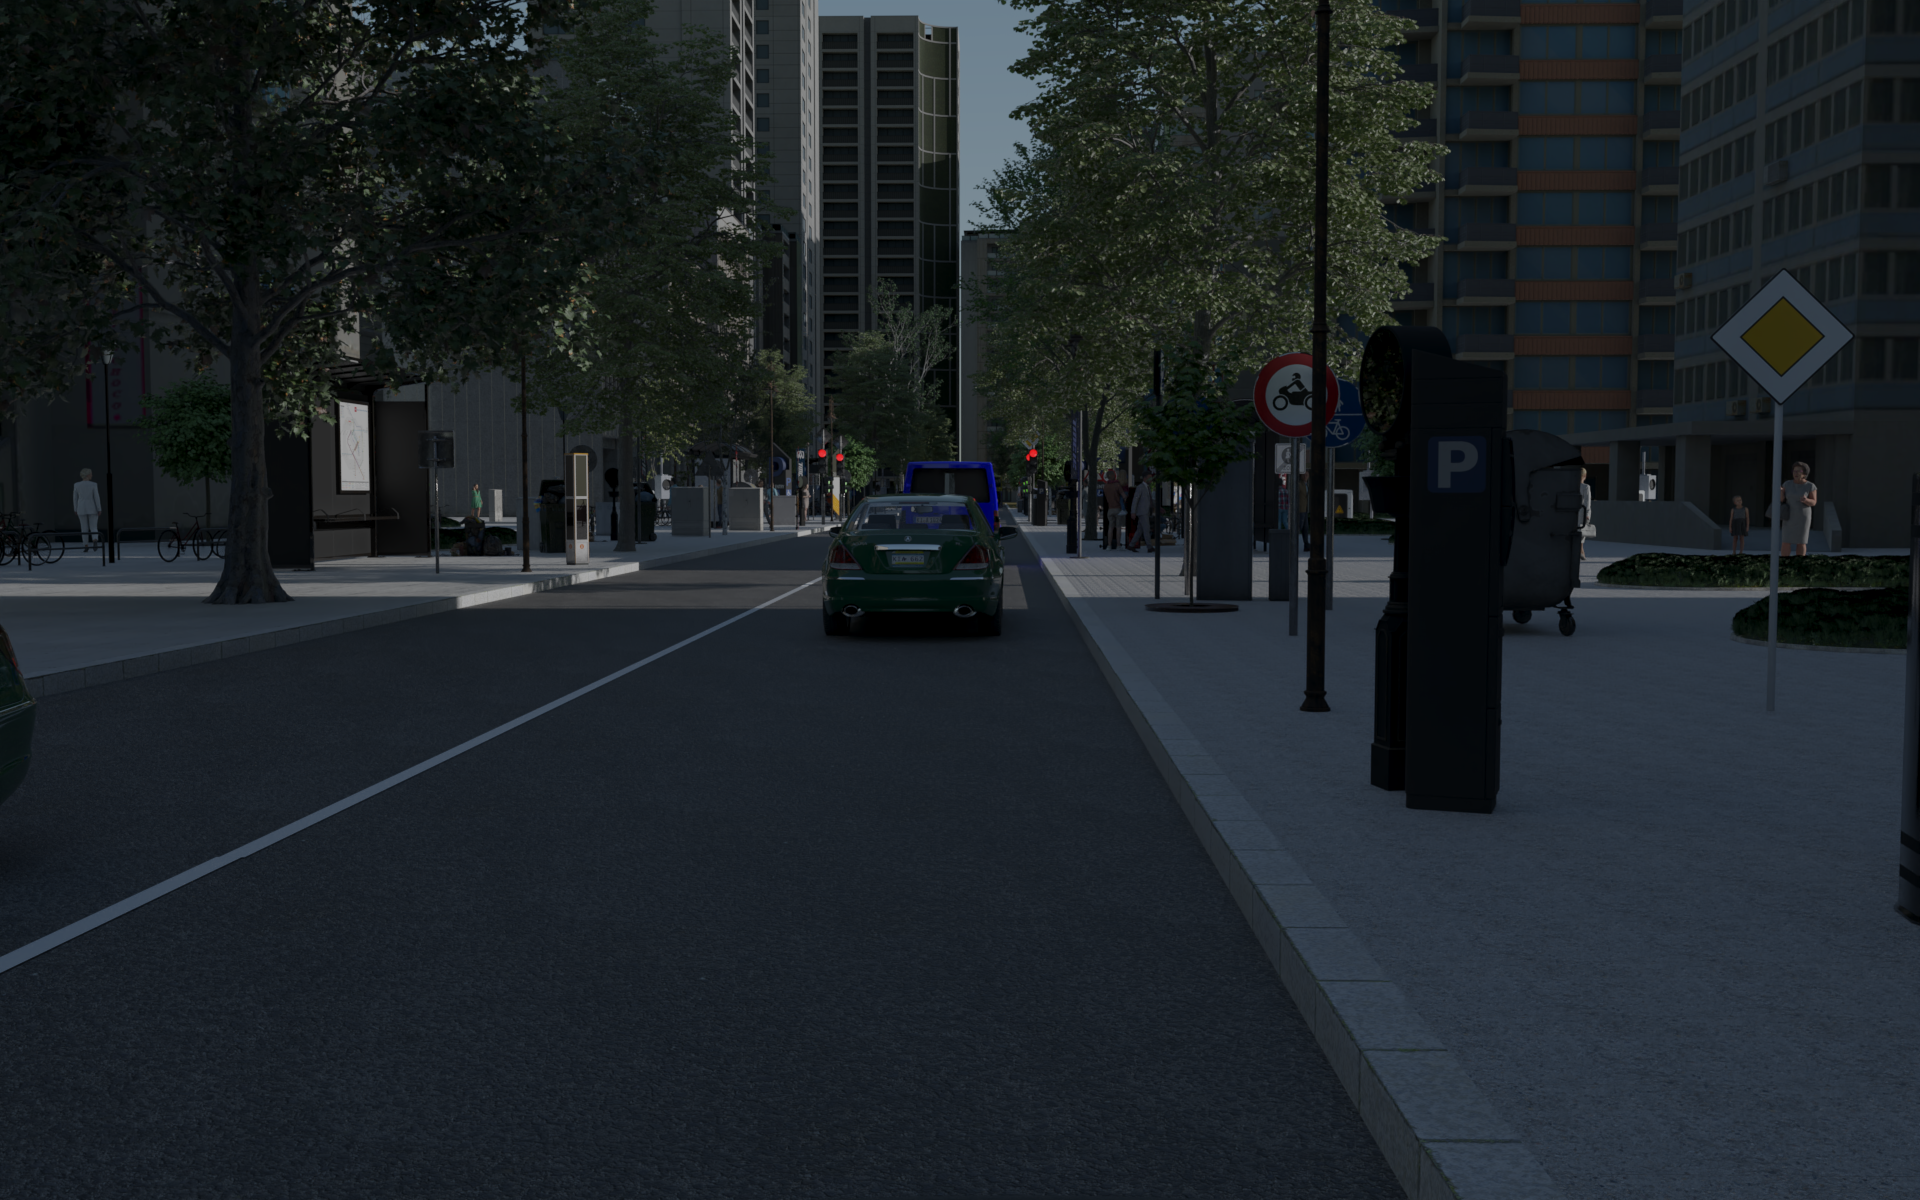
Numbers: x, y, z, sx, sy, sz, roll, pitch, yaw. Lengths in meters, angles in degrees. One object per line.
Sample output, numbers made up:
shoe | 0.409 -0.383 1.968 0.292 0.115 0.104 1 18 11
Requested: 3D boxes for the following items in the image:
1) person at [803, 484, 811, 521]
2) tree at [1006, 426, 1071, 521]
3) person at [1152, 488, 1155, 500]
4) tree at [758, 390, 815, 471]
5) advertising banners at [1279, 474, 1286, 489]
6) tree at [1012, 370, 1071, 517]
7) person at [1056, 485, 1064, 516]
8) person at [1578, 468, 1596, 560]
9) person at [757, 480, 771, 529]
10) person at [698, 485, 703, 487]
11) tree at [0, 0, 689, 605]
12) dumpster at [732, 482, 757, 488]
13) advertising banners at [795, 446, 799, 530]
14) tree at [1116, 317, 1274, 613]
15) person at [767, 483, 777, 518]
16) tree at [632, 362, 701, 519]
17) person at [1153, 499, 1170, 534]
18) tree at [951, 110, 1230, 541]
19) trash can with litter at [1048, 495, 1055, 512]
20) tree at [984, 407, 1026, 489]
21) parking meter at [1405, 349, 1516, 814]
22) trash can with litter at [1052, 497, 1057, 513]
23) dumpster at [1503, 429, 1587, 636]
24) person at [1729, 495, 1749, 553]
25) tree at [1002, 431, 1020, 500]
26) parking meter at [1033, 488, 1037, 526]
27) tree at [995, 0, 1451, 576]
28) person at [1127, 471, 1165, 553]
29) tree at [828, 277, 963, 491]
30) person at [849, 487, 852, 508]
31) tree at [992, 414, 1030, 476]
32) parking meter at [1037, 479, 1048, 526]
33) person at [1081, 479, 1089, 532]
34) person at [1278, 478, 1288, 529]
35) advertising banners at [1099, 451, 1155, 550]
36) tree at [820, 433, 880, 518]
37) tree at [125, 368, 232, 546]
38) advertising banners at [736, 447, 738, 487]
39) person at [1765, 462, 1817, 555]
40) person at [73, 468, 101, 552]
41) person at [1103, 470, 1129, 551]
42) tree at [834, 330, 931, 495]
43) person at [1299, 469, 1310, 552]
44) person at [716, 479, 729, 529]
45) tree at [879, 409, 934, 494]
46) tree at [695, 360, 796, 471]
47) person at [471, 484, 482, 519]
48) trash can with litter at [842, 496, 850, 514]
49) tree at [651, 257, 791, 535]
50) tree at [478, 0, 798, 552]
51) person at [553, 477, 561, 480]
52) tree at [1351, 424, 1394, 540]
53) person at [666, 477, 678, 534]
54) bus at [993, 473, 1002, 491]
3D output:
person | -7.244 -4.601 81.604 0.374 1.781 0.599 2 4 25
tree | 4.009 -6.134 84.007 4.285 4.588 4.351 0 3 0
person | 14.983 -7.799 133.911 0.694 1.780 0.624 -1 4 -13
tree | -12.348 -10.381 120.099 4.737 8.622 4.395 0 3 0
advertising banners | 14.870 -5.340 83.502 2.074 3.025 0.090 -1 4 -14
tree | 4.970 -9.011 97.693 4.737 8.622 4.395 0 3 0
person | 5.687 -5.481 95.641 0.713 1.824 0.794 -2 4 -28
person | 11.890 -1.647 33.326 0.624 1.780 0.694 -1 4 -14
person | -7.090 -3.440 62.557 0.573 1.790 0.520 3 5 42
person | -9.079 -3.227 60.616 0.330 1.601 0.589 3 5 44
tree | -8.372 -6.319 20.316 9.611 12.733 9.660 0 3 0
dumpster | -10.254 -4.649 81.763 1.264 1.857 1.865 0 4 1
advertising banners | -5.860 -4.053 62.460 0.090 3.025 2.074 0 4 -3
tree | 2.499 -1.504 19.194 1.663 3.219 1.824 0 3 0
person | -9.255 -4.831 84.890 0.638 1.841 0.748 3 5 43
tree | -15.600 -8.550 90.151 4.737 8.622 4.395 0 3 0
person | 5.505 -2.245 48.246 0.738 1.151 1.012 3 4 39
tree | 3.613 -7.440 47.405 9.928 11.665 9.643 0 3 0
trash can with litter | 6.560 -6.506 117.423 1.678 1.210 2.233 3 4 38
tree | 7.769 -18.577 220.741 9.611 12.733 9.660 0 3 0
parking meter | 2.039 -0.082 7.047 0.399 1.863 0.255 1 4 21
trash can with litter | 6.175 -5.999 109.466 0.624 1.170 1.055 2 4 34
dumpster | 5.045 -0.647 16.344 1.264 1.857 1.865 0 4 1
person | 15.912 -1.508 35.368 0.362 1.253 0.373 3 4 36
tree | 5.956 -13.671 173.890 4.360 8.622 3.978 0 3 0
parking meter | 3.143 -3.777 70.157 0.372 1.533 0.369 0 3 0
tree | 4.055 -6.657 26.972 7.486 12.596 7.792 0 3 0
person | 4.027 -1.932 37.913 0.850 1.792 0.678 2 4 31
tree | -6.544 -18.241 154.125 12.611 20.169 13.585 0 3 0
person | -7.812 -7.289 125.076 0.748 1.841 0.638 -1 4 -12
tree | 6.998 -15.662 190.490 7.601 10.594 8.767 0 4 3
parking meter | 3.303 -3.885 69.233 0.399 1.863 0.255 1 4 21
person | 4.282 -3.206 58.642 0.466 1.800 0.511 2 4 35
person | 8.698 -2.447 46.897 0.563 1.720 0.643 -2 4 -24
advertising banners | 4.025 -2.708 40.472 2.074 3.025 0.090 -3 5 -40
tree | -5.889 -6.666 92.708 4.285 4.588 4.351 0 3 0
tree | -18.861 -3.634 43.123 4.285 4.588 4.351 0 3 0
advertising banners | -8.112 -4.051 62.429 0.090 3.025 2.074 0 4 -2
person | 12.863 -1.252 26.869 0.716 1.782 0.532 3 5 39
person | -19.067 -1.954 37.863 0.514 1.842 0.818 -2 4 -33
person | 3.550 -2.022 39.071 0.580 1.828 0.573 -1 4 -9
tree | -5.832 -12.377 120.494 7.486 12.596 7.792 0 3 0
person | 7.533 -1.985 38.412 0.836 1.842 0.656 0 4 2
person | -8.876 -3.574 64.396 0.656 1.842 0.836 3 5 40
tree | -4.747 -11.351 135.954 4.737 8.622 4.395 0 3 0
tree | -14.067 -10.909 112.776 7.601 10.594 8.767 0 4 4
person | -24.380 -4.950 87.224 0.529 1.795 0.600 2 4 33
trash can with litter | -7.331 -6.200 112.756 1.055 1.170 0.624 1 4 22
tree | -7.464 -6.348 54.144 4.360 8.622 3.978 0 3 0
tree | -7.523 -7.385 38.873 7.486 12.596 7.792 0 3 0
person | -11.183 -2.547 48.166 0.782 1.767 0.515 1 4 13
tree | 12.458 -3.960 48.453 4.285 4.588 4.351 0 3 0
person | -9.113 -3.033 55.648 0.620 1.820 0.660 1 4 19
bus | 3.445 -12.833 201.369 2.896 3.916 12.252 0 4 0
